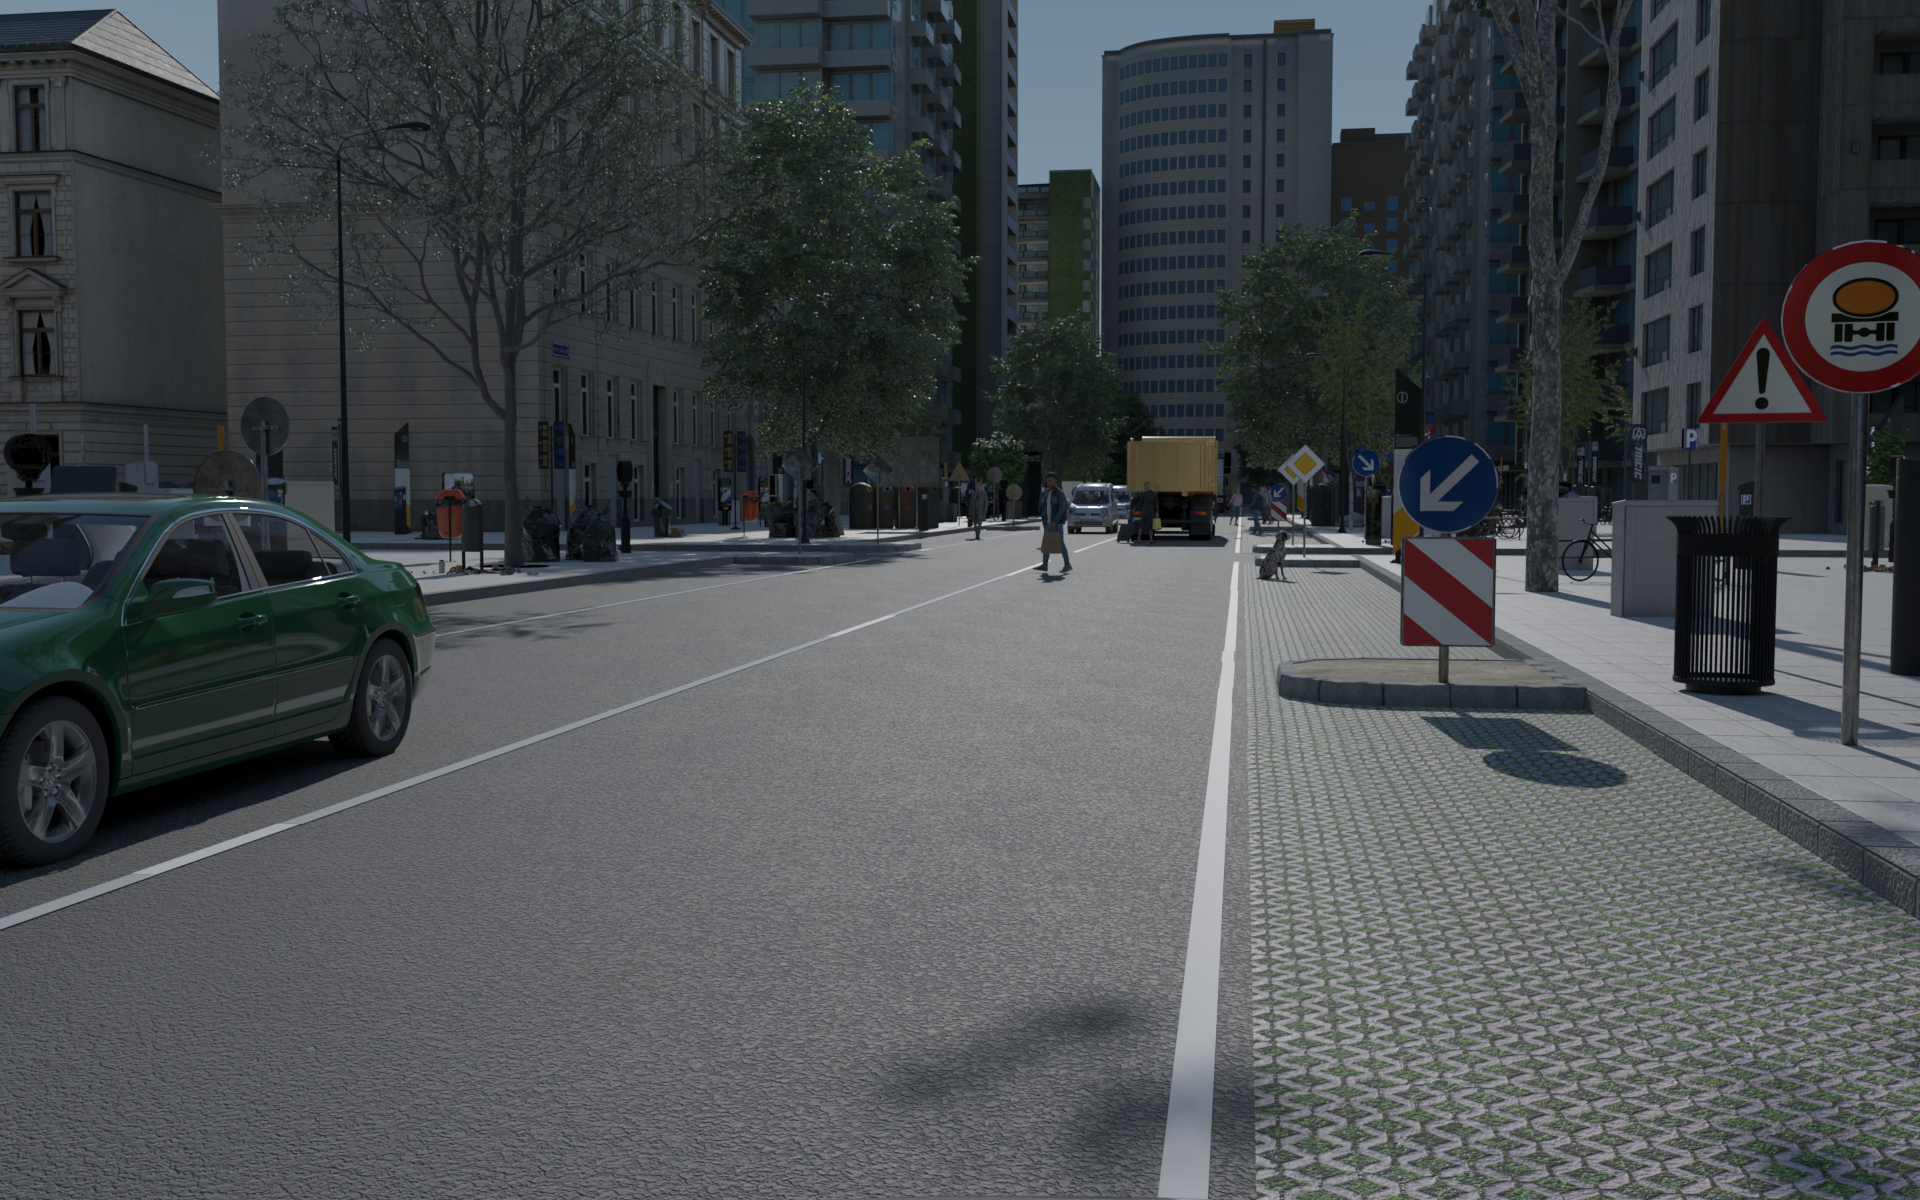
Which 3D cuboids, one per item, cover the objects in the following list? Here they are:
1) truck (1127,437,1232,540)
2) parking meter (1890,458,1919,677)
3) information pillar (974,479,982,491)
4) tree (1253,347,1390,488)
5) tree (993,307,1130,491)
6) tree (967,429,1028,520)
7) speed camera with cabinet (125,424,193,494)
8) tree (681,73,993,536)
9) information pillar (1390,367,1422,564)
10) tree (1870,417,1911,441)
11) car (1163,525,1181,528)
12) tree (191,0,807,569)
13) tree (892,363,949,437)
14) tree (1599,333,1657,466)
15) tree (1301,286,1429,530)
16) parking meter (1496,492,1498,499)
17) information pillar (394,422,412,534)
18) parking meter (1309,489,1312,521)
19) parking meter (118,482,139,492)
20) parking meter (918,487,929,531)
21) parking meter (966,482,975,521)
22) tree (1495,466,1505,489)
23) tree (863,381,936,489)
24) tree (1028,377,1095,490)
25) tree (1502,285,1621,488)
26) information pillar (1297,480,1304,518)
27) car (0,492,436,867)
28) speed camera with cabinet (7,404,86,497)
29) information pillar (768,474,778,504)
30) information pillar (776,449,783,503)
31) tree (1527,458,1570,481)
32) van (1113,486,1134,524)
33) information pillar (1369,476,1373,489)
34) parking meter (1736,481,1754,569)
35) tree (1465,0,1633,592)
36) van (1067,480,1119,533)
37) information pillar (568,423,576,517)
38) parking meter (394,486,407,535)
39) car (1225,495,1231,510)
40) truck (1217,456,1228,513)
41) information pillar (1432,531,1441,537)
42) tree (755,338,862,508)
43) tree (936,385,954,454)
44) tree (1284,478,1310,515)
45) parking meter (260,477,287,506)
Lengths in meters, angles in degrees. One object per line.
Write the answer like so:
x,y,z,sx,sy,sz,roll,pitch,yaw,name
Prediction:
7.157,-3.751,57.259,3.469,3.379,9.791,1,4,10,truck
6.827,-0.237,12.279,0.372,1.533,0.369,0,3,0,parking meter
0.854,-4.740,81.996,0.304,2.012,0.304,-1,4,-10,information pillar
20.854,-10.212,101.374,8.767,10.594,7.601,1,4,13,tree
6.603,-12.891,117.416,9.857,13.997,8.962,0,3,0,tree
1.972,-6.336,87.304,4.285,4.588,4.351,0,3,0,tree
-23.077,-3.402,49.959,0.660,3.252,2.038,1,4,18,speed camera with cabinet
-3.932,-8.957,53.107,9.857,13.997,8.962,0,3,0,tree
8.226,-2.481,31.913,0.504,3.616,0.183,2,4,33,information pillar
23.448,-2.997,43.608,1.663,3.219,1.824,0,3,0,tree
8.051,-3.254,65.572,2.083,1.381,4.827,0,4,7,car
-7.930,-7.304,29.792,12.009,13.543,11.850,0,3,0,tree
-2.714,-8.725,93.016,4.737,8.622,4.395,0,3,0,tree
30.822,-7.755,77.163,4.360,8.622,3.978,0,3,0,tree
14.094,-6.789,61.358,4.737,8.622,4.395,0,3,0,tree
25.166,-4.641,81.589,0.255,1.863,0.399,1,4,11,parking meter
-18.072,-3.964,56.171,0.183,3.616,0.504,3,5,44,information pillar
16.733,-4.505,82.073,0.372,1.533,0.369,0,3,0,parking meter
-17.242,-1.684,35.939,0.372,1.533,0.369,0,3,0,parking meter
-1.273,-3.194,60.631,0.372,1.533,0.369,0,3,0,parking meter
0.492,-4.640,81.571,0.399,1.863,0.255,0,3,0,parking meter
30.067,-6.312,97.805,1.663,3.219,1.824,0,3,0,tree
-4.263,-8.191,84.278,4.360,8.622,3.978,0,3,0,tree
6.333,-9.761,109.948,4.360,8.622,3.978,0,3,0,tree
21.496,-6.807,61.650,4.737,8.622,4.395,0,3,0,tree
18.438,-6.239,93.364,0.504,3.616,0.183,-1,4,-11,information pillar
-4.202,0.217,8.257,2.131,1.459,4.920,0,4,7,car
-20.245,-2.717,38.752,0.660,3.252,2.038,1,4,21,speed camera with cabinet
-6.948,-3.671,64.505,0.304,2.012,0.304,0,4,7,information pillar
-7.482,-4.917,71.739,0.183,3.616,0.504,1,4,19,information pillar
25.431,-4.924,75.110,1.663,3.219,1.824,0,3,0,tree
7.573,-4.677,83.484,2.013,2.044,4.112,1,4,8,van
16.530,-4.024,70.290,0.304,2.012,0.304,-3,5,-44,information pillar
13.501,-1.303,29.707,0.372,1.533,0.369,0,3,0,parking meter
6.316,-10.135,21.594,12.611,20.169,13.585,0,3,0,tree
4.969,-3.519,64.540,2.013,2.044,4.112,1,4,10,van
-12.858,-4.042,57.446,0.183,3.616,0.504,0,4,4,information pillar
-17.668,-2.829,54.671,0.372,1.533,0.369,0,3,0,parking meter
22.841,-8.788,152.729,2.155,1.783,4.494,0,4,7,car
19.249,-8.857,133.722,2.839,4.237,11.283,1,4,9,truck
12.332,-2.440,44.387,0.304,2.012,0.304,-3,5,-42,information pillar
-7.253,-7.748,77.045,4.360,8.622,3.978,0,3,0,tree
-2.498,-9.697,108.907,4.360,8.622,3.978,0,3,0,tree
20.661,-6.848,106.568,1.663,3.219,1.824,0,3,0,tree
-10.198,-1.061,25.753,0.372,1.533,0.369,0,3,0,parking meter
